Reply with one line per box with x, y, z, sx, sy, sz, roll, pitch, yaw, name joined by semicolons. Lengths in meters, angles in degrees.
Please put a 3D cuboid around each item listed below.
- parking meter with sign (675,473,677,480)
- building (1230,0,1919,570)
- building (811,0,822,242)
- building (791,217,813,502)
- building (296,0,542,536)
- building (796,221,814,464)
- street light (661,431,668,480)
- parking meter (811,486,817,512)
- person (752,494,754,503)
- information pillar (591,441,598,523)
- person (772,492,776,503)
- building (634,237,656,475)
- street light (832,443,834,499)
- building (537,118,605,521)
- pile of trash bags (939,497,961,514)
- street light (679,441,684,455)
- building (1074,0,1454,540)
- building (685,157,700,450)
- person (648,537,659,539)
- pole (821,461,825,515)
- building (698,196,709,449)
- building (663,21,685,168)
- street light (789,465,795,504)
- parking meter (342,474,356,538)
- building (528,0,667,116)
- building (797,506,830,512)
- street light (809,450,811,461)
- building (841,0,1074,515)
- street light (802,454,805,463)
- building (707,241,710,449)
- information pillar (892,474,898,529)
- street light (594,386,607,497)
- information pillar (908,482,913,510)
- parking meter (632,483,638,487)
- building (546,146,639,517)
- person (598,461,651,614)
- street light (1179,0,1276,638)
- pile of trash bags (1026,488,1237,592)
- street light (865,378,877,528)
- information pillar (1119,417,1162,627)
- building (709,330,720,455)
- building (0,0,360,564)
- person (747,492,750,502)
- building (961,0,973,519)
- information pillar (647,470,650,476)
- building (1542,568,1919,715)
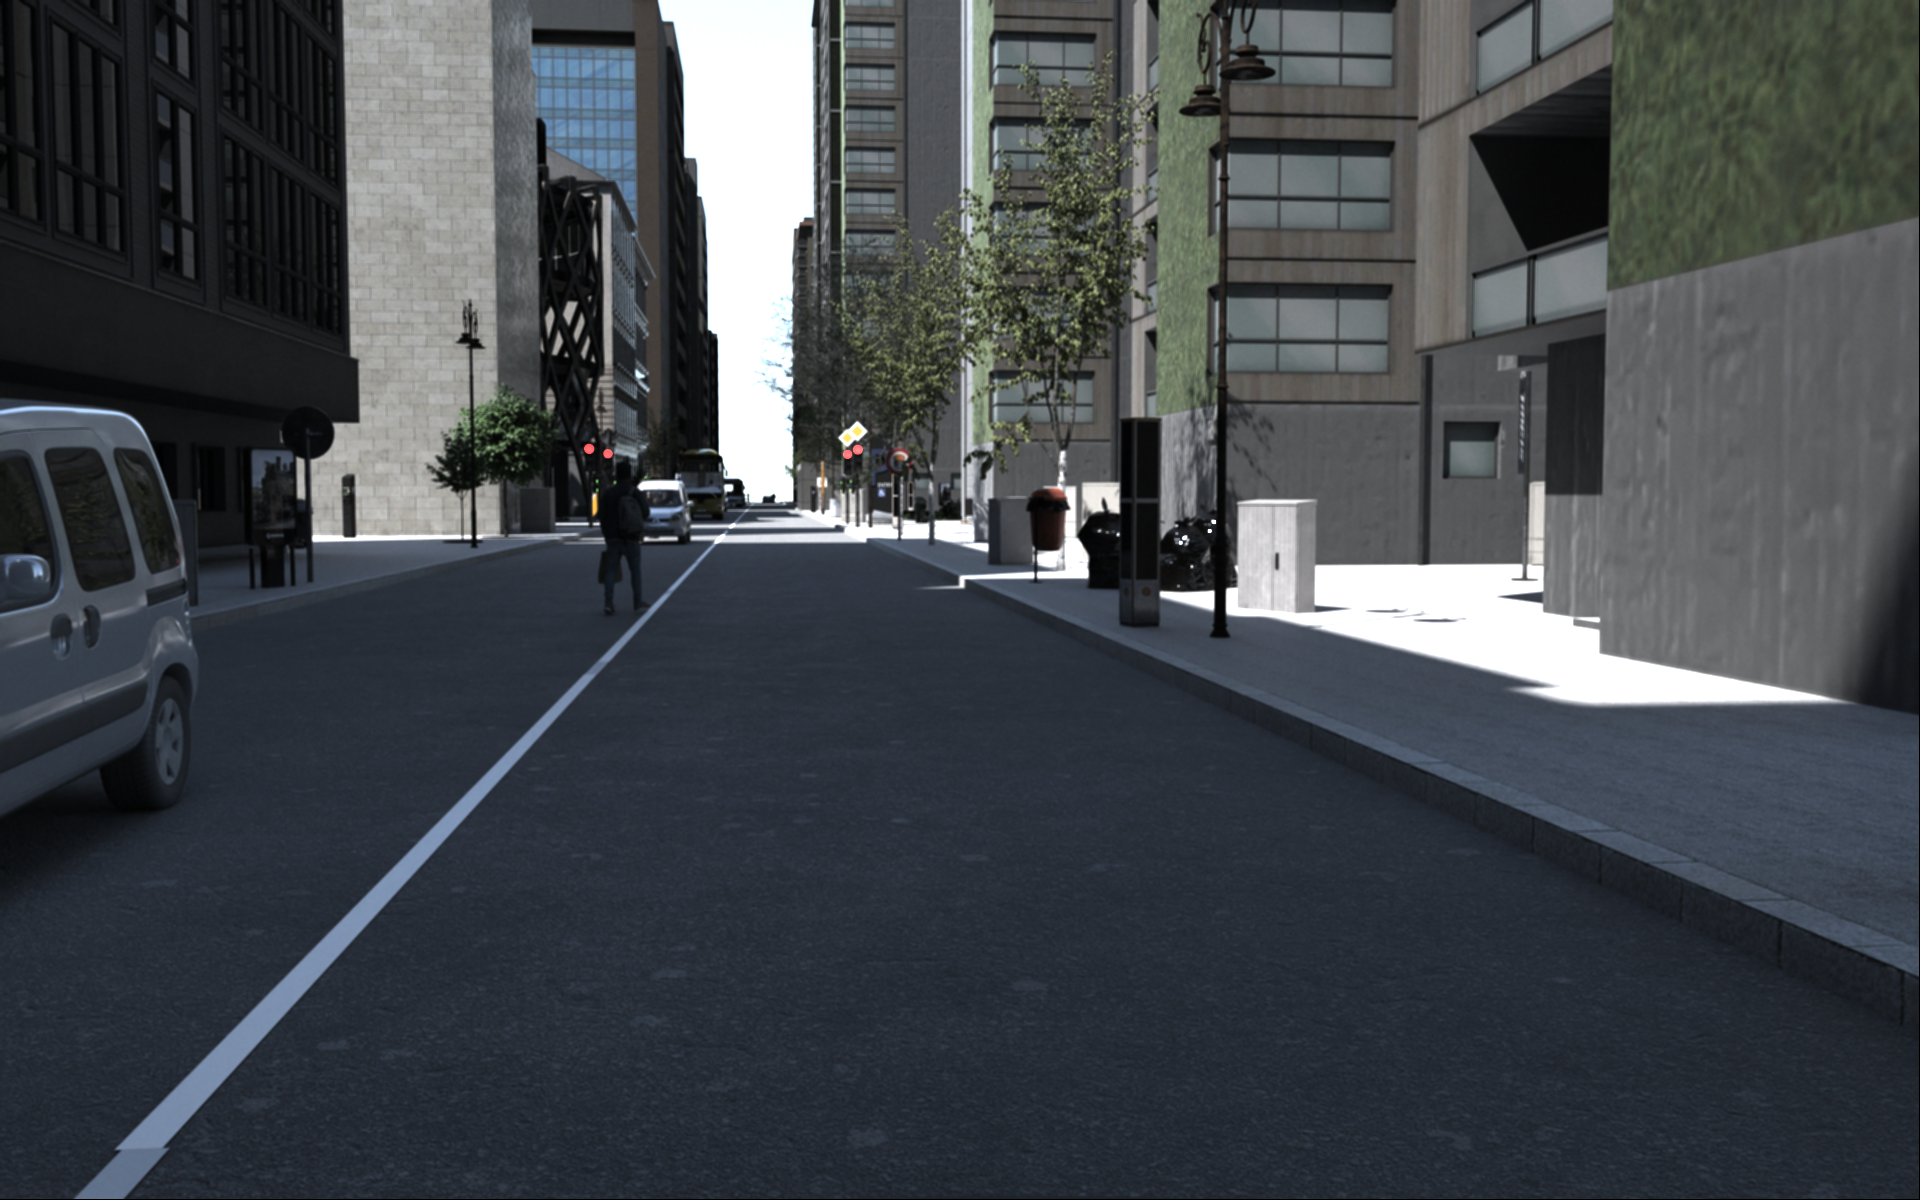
-23.463;-9.052;144.258;0.543;3.016;1.738;-1;4;-11;parking meter with sign
10.831;-21.626;37.175;14.154;41.232;14.086;0;4;-6;building
0.341;-35.472;169.213;28.713;52.752;27.495;0;4;-6;building
-17.992;-41.225;297.724;21.300;48.544;21.600;0;4;-6;building
-23.191;-12.387;57.272;16.860;20.320;10.420;0;4;-6;building
-14.486;-37.791;272.500;22.147;44.769;28.867;0;4;-6;building
-21.131;-9.262;124.218;0.468;5.910;1.993;0;4;-6;street light
-10.193;-7.038;120.774;0.399;1.863;0.255;0;4;-3;parking meter
-34.269;-16.799;286.429;0.557;1.426;1.065;-2;4;-28;person
-16.103;-5.191;76.221;0.183;3.616;0.504;-3;4;-38;information pillar
-28.427;-15.641;264.776;0.990;1.755;0.434;3;4;36;person
-28.228;-17.604;123.975;11.583;22.565;21.152;0;4;-6;building
-7.247;-7.716;98.939;0.468;5.910;1.993;0;4;-6;street light
-25.403;-13.073;81.195;16.820;18.784;16.811;0;4;-6;building
0.277;-5.765;104.006;3.447;1.369;1.912;3;5;39;pile of trash bags
-24.018;-10.817;149.642;0.468;5.910;1.993;0;4;-6;street light
7.204;-22.958;58.950;14.154;41.232;14.086;0;4;-6;building
-38.004;-31.812;203.717;14.154;41.232;14.086;0;4;-6;building
-9.817;-2.615;55.541;0.394;1.301;0.425;0;4;7;person
-8.489;-6.941;107.328;0.158;3.312;0.155;0;3;0;pole
-49.667;-39.218;264.909;21.300;48.544;21.600;0;4;-6;building
-38.272;-33.464;170.834;21.300;48.544;21.600;0;4;-6;building
-21.548;-15.420;224.900;0.468;5.910;1.993;0;4;-6;street light
-17.934;-2.760;50.829;0.255;1.863;0.399;0;4;2;parking meter
-33.178;-30.790;153.529;14.600;45.320;14.200;0;4;-6;building
-2.774;-42.842;138.712;20.563;71.187;20.611;0;4;-6;building
-12.873;-10.772;148.907;0.468;5.910;1.993;0;4;-6;street light
-0.887;-26.348;114.377;14.154;41.232;14.086;0;4;-6;building
-15.817;-12.369;175.018;0.468;5.910;1.993;0;4;-6;street light
-48.273;-38.735;283.425;14.600;45.320;14.200;0;4;-6;building
-2.284;-3.574;62.922;0.304;2.012;0.304;0;4;8;information pillar
-15.333;-6.198;74.132;0.468;5.910;1.993;0;4;-6;street light
-3.048;-6.268;106.980;0.304;2.012;0.304;0;4;-5;information pillar
-16.893;-5.159;90.066;0.255;1.863;0.399;-1;4;-22;parking meter
-24.862;-15.613;104.428;9.793;20.994;18.267;0;4;-6;building
-4.060;-0.746;20.687;0.794;1.824;0.713;1;4;22;person
2.334;-2.605;15.374;0.468;5.910;1.993;0;4;-6;street light
2.278;-0.887;24.250;3.447;1.369;1.912;3;5;43;pile of trash bags
-3.406;-5.687;65.775;0.468;5.910;1.993;0;4;-6;street light
1.747;-0.753;16.808;0.304;2.012;0.304;-1;4;-21;information pillar
-48.749;-32.220;298.504;14.160;30.474;14.107;0;4;-6;building
-18.568;-14.122;24.405;14.314;27.812;24.014;0;4;-6;building
-36.702;-17.811;300.373;0.621;1.740;0.551;2;4;27;person
15.046;-33.223;85.196;28.212;58.520;21.231;0;4;-6;building
-26.093;-9.383;144.774;0.504;3.616;0.183;3;5;42;information pillar
11.905;-20.276;15.111;14.154;41.232;14.086;0;4;-6;building
